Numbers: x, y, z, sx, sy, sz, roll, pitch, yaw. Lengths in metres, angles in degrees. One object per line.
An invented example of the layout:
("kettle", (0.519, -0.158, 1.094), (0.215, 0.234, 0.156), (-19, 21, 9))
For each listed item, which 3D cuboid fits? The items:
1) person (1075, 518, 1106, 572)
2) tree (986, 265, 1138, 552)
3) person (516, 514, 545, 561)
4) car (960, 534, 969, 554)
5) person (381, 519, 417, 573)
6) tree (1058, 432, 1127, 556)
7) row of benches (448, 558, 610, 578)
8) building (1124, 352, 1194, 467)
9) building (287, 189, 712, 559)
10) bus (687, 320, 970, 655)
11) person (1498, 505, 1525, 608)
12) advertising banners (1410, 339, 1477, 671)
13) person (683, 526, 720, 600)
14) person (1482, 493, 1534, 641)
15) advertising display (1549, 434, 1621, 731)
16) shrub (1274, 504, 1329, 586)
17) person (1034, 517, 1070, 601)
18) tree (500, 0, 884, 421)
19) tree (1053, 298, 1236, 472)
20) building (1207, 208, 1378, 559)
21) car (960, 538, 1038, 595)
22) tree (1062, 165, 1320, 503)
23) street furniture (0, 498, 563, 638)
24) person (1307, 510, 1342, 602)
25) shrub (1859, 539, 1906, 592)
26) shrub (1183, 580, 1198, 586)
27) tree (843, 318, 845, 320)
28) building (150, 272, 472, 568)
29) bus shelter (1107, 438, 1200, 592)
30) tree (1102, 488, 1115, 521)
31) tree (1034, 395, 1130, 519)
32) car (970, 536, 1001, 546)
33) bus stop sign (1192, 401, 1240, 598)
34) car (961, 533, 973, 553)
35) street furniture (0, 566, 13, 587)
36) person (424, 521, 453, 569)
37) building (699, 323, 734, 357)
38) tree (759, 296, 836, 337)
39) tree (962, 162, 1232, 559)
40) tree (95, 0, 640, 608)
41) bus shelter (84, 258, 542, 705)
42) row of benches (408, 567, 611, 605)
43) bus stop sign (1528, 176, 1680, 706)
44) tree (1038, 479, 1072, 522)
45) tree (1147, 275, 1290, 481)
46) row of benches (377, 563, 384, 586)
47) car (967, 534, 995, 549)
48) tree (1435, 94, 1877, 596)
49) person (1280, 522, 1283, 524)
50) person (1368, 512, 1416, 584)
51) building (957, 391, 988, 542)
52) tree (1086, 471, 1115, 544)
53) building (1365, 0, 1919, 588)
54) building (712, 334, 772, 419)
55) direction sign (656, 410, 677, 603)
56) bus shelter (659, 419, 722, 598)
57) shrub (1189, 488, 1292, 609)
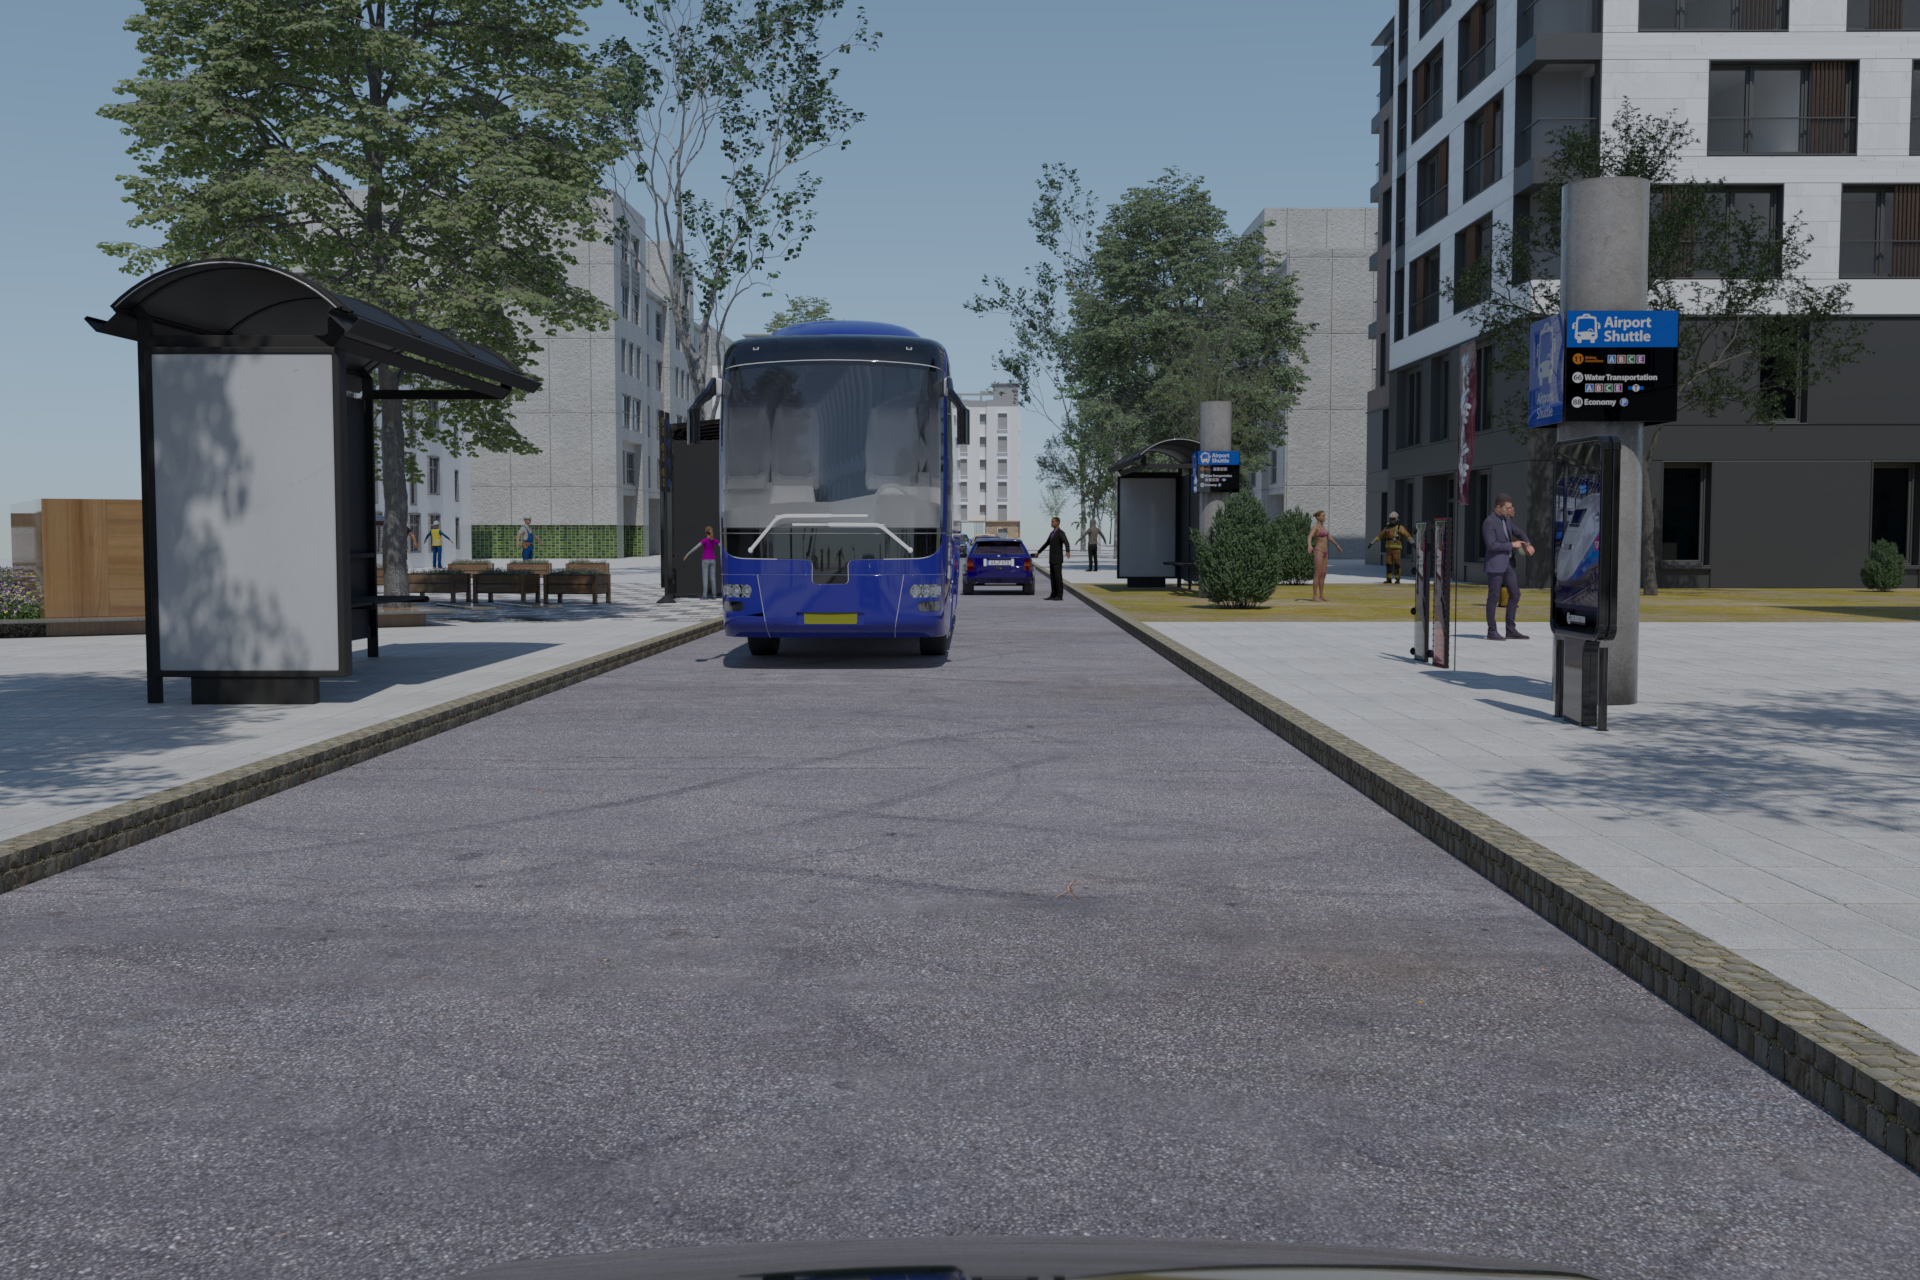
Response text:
("person", (4.518, -3.245, 59.189), (1.348, 1.813, 0.705), (-2, 4, -34))
("tree", (8.198, -16.379, 123.689), (12.611, 20.169, 13.585), (0, 3, 0))
("person", (-12.464, -2.701, 50.025), (0.705, 1.847, 1.347), (1, 4, 19))
("car", (-0.380, -6.759, 120.301), (2.009, 1.686, 4.222), (0, 4, 1))
("person", (-15.368, -2.536, 47.608), (1.345, 1.843, 0.704), (2, 4, 29))
("tree", (7.979, -9.148, 99.937), (4.737, 8.622, 4.395), (0, 3, 0))
("row of benches", (-10.958, -1.730, 43.755), (4.104, 0.672, 1.422), (0, 4, -7))
("building", (26.155, -20.922, 173.009), (19.493, 23.208, 18.063), (0, 4, 1))
("building", (-25.861, -14.586, 104.941), (16.747, 18.905, 31.486), (0, 4, 1))
("bus", (-1.298, -1.970, 23.752), (2.896, 3.916, 12.251), (0, 4, 0))
("person", (9.575, -1.475, 30.254), (0.704, 1.812, 1.346), (0, 4, 3))
("advertising banners", (4.645, -1.253, 16.672), (0.090, 3.025, 2.074), (0, 4, 1))
("person", (-4.922, -1.500, 33.785), (0.991, 1.433, 0.599), (-2, 4, -32))
("person", (6.634, -0.879, 20.864), (0.683, 1.767, 0.568), (-3, 5, -45))
("advertising display", (4.192, -0.394, 11.655), (0.123, 1.923, 0.974), (0, 4, 1))
("shrub", (8.367, -2.377, 43.284), (1.690, 2.028, 1.600), (0, 3, 0))
("person", (2.046, -1.755, 37.375), (0.704, 1.802, 1.346), (-2, 4, -29))
("tree", (-9.083, -11.972, 51.629), (12.611, 20.169, 13.585), (0, 3, 0))
("tree", (7.905, -9.025, 73.313), (9.928, 11.665, 9.643), (0, 3, 0))
("building", (24.949, -14.441, 102.561), (16.747, 18.905, 31.486), (0, 4, 1))
("car", (0.933, -1.799, 41.999), (1.945, 1.354, 3.894), (0, 4, 1))
("tree", (7.986, -9.398, 60.314), (9.857, 13.997, 8.962), (0, 3, 0))
("street furniture", (-12.489, -1.152, 25.685), (11.010, 1.723, 9.812), (-2, 4, -32))
("person", (6.915, -1.596, 32.903), (0.721, 1.733, 1.217), (3, 5, 41))
("shrub", (20.464, -1.669, 38.400), (1.383, 1.207, 1.383), (0, 3, 0))
("shrub", (6.074, -2.391, 43.139), (1.661, 2.075, 1.752), (0, 3, 0))
("tree", (-7.505, -11.510, 98.553), (12.009, 13.543, 11.850), (0, 3, 0))
("building", (-24.752, -7.809, 69.833), (9.099, 9.664, 28.070), (0, 4, 2))
("bus shelter", (4.581, -2.765, 39.125), (2.014, 3.302, 5.546), (0, 4, 0))
("tree", (19.794, -16.226, 215.654), (4.737, 8.622, 4.395), (0, 3, 0))
("tree", (8.414, -10.843, 111.688), (8.767, 10.594, 7.601), (2, 4, 27))
("car", (1.446, -4.496, 86.094), (1.945, 1.354, 3.894), (0, 4, 1))
("bus stop sign", (5.097, -2.788, 34.598), (0.837, 3.901, 0.837), (0, 3, 0))
("car", (-0.064, -7.030, 124.533), (1.945, 1.707, 3.694), (0, 4, 0))
("street furniture", (-21.054, -1.575, 32.599), (11.010, 1.723, 9.812), (-1, 4, -19))
("person", (-19.338, -3.530, 64.187), (1.216, 1.772, 0.721), (1, 4, 15))
("building", (-26.263, -21.850, 188.171), (19.493, 23.208, 18.063), (0, 4, 1))
("tree", (-7.571, -10.100, 83.261), (7.486, 12.596, 7.792), (0, 3, 0))
("tree", (6.937, -14.284, 89.431), (12.611, 20.169, 13.585), (0, 3, 0))
("tree", (-8.183, -6.482, 24.103), (7.486, 12.596, 7.792), (0, 3, 0))
("bus shelter", (-5.394, -1.319, 15.491), (2.014, 3.302, 5.546), (0, 3, 0))
("row of benches", (-8.370, -1.028, 32.265), (4.104, 0.672, 1.422), (1, 4, 14))
("bus stop sign", (4.856, -1.476, 13.144), (0.837, 3.901, 0.837), (0, 4, 1))
("tree", (12.352, -16.264, 216.277), (4.360, 8.622, 3.978), (0, 3, 0))
("tree", (6.844, -6.100, 50.095), (4.360, 8.622, 3.978), (0, 3, 0))
("row of benches", (-14.042, -1.379, 38.003), (4.104, 0.672, 1.422), (1, 4, 20))
("car", (1.439, -5.567, 101.246), (2.015, 1.641, 3.980), (0, 4, 0))
("tree", (14.480, -6.224, 36.177), (8.767, 10.594, 7.601), (0, 4, 7))
("person", (11.614, -3.397, 62.269), (0.721, 1.740, 1.216), (0, 4, -5))
("person", (11.197, -2.386, 44.778), (1.354, 1.858, 0.705), (3, 5, 42))
("building", (-3.429, -22.105, 220.292), (11.380, 20.090, 16.016), (0, 4, -6))
("tree", (19.650, -17.625, 222.579), (7.601, 10.594, 8.767), (0, 3, 0))
("building", (27.461, -12.988, 56.332), (27.936, 21.610, 32.646), (0, 4, 1))
("building", (-21.937, -18.858, 164.754), (16.016, 20.090, 11.380), (0, 4, 1))
("direction sign", (-5.459, -2.453, 32.097), (0.379, 3.537, 0.876), (0, 4, 1))
("bus shelter", (-5.100, -2.830, 37.554), (1.731, 3.624, 6.357), (0, 4, 1))
("shrub", (4.811, -1.571, 29.733), (1.661, 2.075, 1.752), (0, 3, 0))
